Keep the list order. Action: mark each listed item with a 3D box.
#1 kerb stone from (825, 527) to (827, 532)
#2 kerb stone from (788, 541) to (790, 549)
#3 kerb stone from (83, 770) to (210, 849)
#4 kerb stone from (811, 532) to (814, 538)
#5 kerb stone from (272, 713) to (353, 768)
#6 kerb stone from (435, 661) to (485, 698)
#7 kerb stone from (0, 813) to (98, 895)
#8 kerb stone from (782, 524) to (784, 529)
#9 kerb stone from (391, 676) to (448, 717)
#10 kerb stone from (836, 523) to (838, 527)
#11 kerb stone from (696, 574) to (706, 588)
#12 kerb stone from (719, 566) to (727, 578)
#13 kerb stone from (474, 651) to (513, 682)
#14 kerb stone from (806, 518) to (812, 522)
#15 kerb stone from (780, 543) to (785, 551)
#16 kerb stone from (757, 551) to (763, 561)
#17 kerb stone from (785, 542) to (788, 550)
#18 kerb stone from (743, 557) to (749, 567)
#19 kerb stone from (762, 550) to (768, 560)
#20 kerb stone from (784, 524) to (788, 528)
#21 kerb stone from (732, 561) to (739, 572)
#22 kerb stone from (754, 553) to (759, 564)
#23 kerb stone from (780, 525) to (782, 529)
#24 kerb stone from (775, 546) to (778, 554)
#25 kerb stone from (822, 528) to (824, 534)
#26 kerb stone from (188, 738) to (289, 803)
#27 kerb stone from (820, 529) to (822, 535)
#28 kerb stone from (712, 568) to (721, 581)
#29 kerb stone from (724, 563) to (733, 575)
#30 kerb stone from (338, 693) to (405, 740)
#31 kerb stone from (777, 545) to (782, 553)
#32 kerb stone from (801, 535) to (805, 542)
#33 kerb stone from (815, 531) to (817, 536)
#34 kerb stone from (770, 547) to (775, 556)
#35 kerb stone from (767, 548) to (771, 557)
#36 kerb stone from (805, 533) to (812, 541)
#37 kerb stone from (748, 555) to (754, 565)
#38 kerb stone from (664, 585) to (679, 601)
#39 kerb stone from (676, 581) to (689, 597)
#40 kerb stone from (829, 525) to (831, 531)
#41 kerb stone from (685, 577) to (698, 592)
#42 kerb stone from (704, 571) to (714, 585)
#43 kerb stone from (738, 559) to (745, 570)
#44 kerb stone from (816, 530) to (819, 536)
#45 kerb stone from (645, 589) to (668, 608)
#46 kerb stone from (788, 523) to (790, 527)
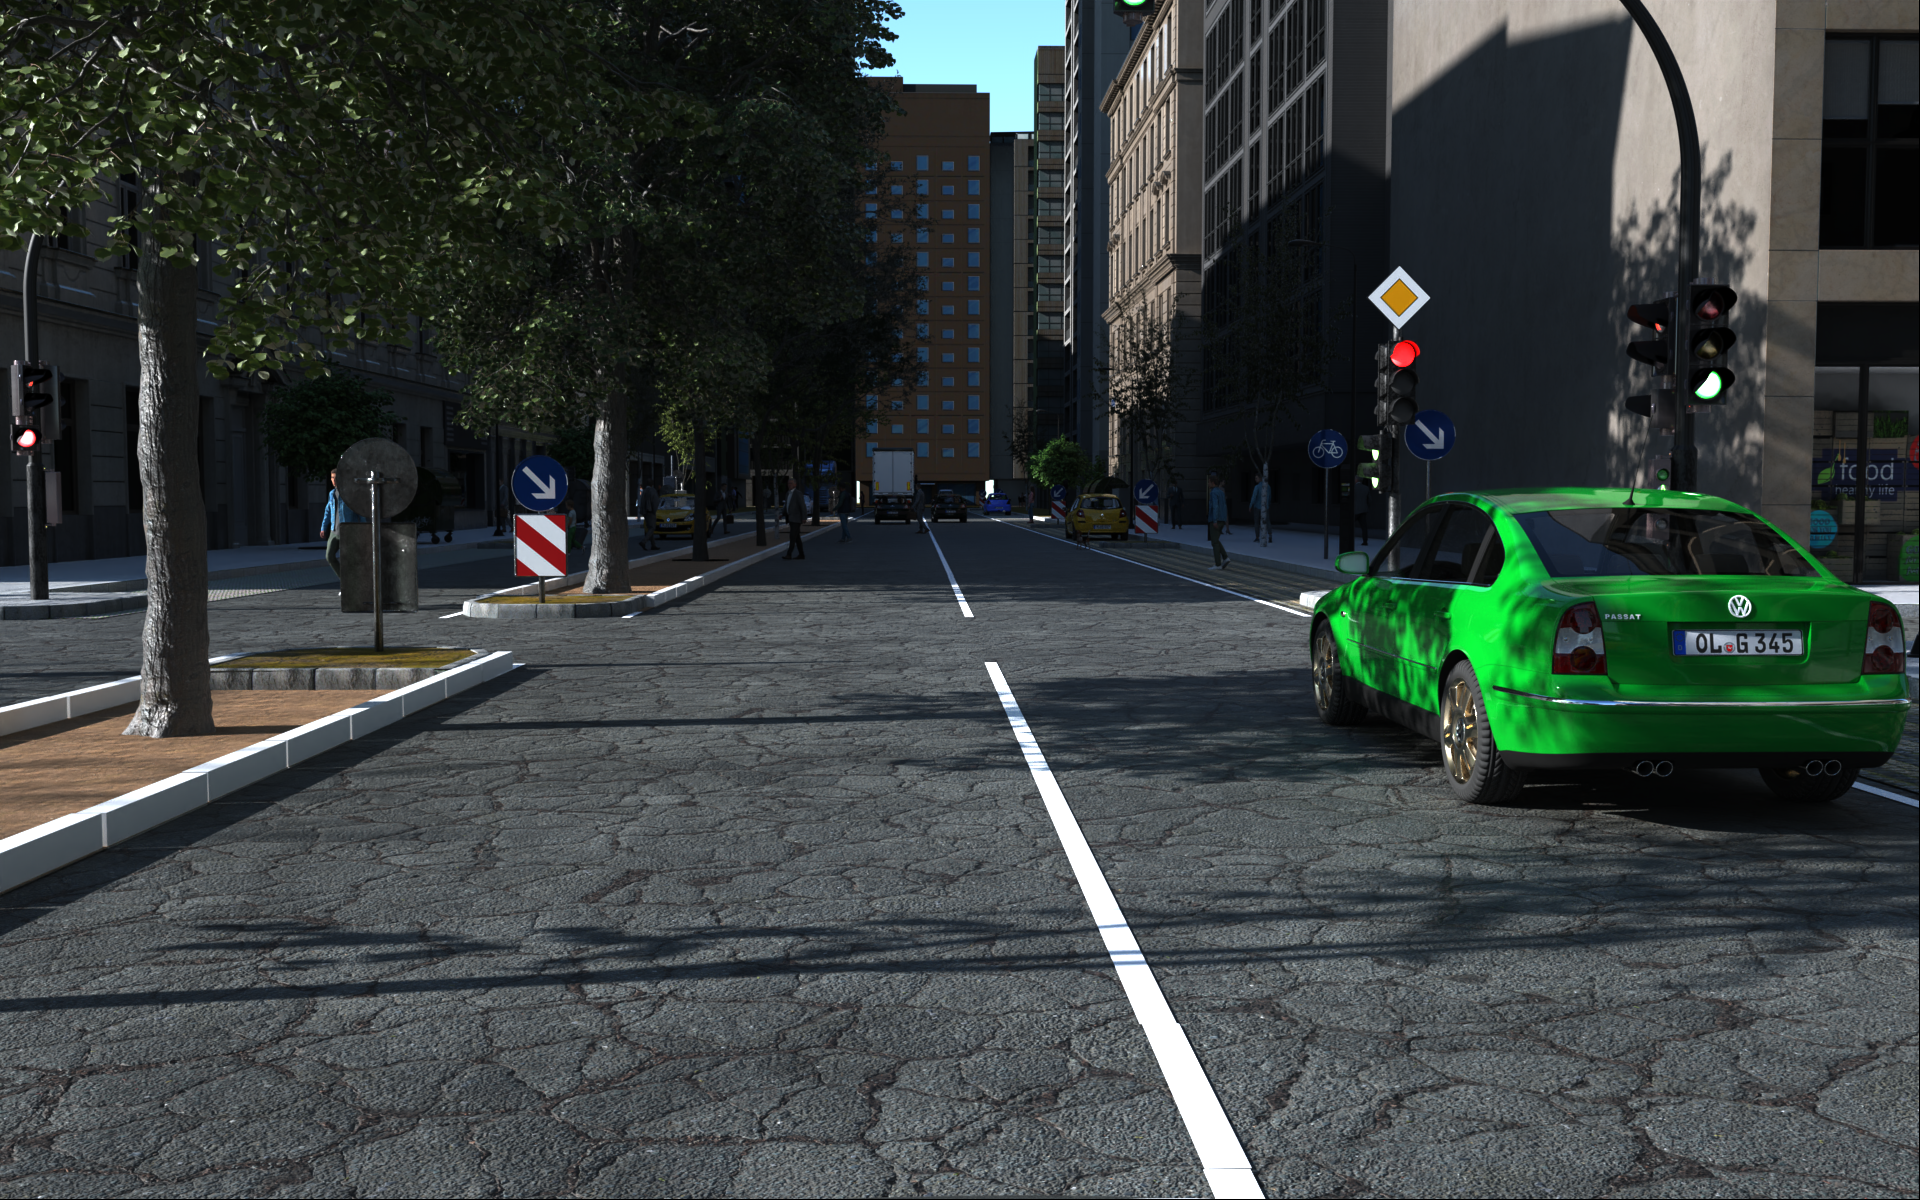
[{"bbox_3d":[-5.055,-2.514,63.298,0.120,0.150,1.000,0,4,-2],"label":"kerb stone"},{"bbox_3d":[-4.547,-1.387,44.871,0.120,0.150,1.000,0,4,-2],"label":"kerb stone"},{"bbox_3d":[-3.515,0.902,7.484,0.120,0.150,1.000,0,4,-2],"label":"kerb stone"},{"bbox_3d":[-4.831,-2.011,55.114,0.120,0.150,1.000,0,4,-2],"label":"kerb stone"},{"bbox_3d":[-3.577,0.775,9.529,0.120,0.150,1.000,0,4,-2],"label":"kerb stone"},{"bbox_3d":[-3.662,0.587,12.595,0.120,0.150,1.000,0,4,-2],"label":"kerb stone"},{"bbox_3d":[-3.495,0.962,6.462,0.120,0.150,1.000,0,4,-2],"label":"kerb stone"},{"bbox_3d":[-7.358,-2.953,70.517,0.120,0.150,1.000,0,4,-2],"label":"kerb stone"},{"bbox_3d":[-3.632,0.651,11.572,0.120,0.150,1.000,0,4,-2],"label":"kerb stone"},{"bbox_3d":[-5.310,-3.075,72.513,0.120,0.150,1.000,0,4,-2],"label":"kerb stone"},{"bbox_3d":[-4.040,-0.259,26.432,0.120,0.150,1.000,0,4,-2],"label":"kerb stone"},{"bbox_3d":[-4.128,-0.440,29.508,0.120,0.150,1.000,0,4,-2],"label":"kerb stone"},{"bbox_3d":[-3.693,0.525,13.619,0.120,0.150,1.000,0,4,-2],"label":"kerb stone"},{"bbox_3d":[-7.949,-4.271,92.019,0.120,0.150,1.000,0,4,-2],"label":"kerb stone"},{"bbox_3d":[-4.487,-1.262,42.822,0.120,0.150,1.000,0,4,-2],"label":"kerb stone"},{"bbox_3d":[-4.325,-0.883,36.678,0.120,0.150,1.000,0,4,-2],"label":"kerb stone"},{"bbox_3d":[-4.519,-1.324,43.849,0.120,0.150,1.000,0,4,-2],"label":"kerb stone"},{"bbox_3d":[-4.243,-0.695,33.605,0.120,0.150,1.000,0,4,-2],"label":"kerb stone"},{"bbox_3d":[-4.348,-0.949,37.707,0.120,0.150,1.000,0,4,-2],"label":"kerb stone"},{"bbox_3d":[-7.412,-3.078,72.561,0.120,0.150,1.000,0,4,-2],"label":"kerb stone"},{"bbox_3d":[-4.185,-0.572,31.554,0.120,0.150,1.000,0,4,-2],"label":"kerb stone"},{"bbox_3d":[-4.296,-0.823,35.656,0.120,0.150,1.000,0,4,-2],"label":"kerb stone"},{"bbox_3d":[-7.330,-2.893,69.495,0.120,0.150,1.000,0,4,-2],"label":"kerb stone"},{"bbox_3d":[-4.437,-1.136,40.778,0.120,0.150,1.000,0,4,-2],"label":"kerb stone"},{"bbox_3d":[-5.000,-2.389,61.254,0.120,0.150,1.000,0,4,-2],"label":"kerb stone"},{"bbox_3d":[-3.550,0.838,8.507,0.120,0.150,1.000,0,4,-2],"label":"kerb stone"},{"bbox_3d":[-4.973,-2.326,60.232,0.120,0.150,1.000,0,4,-2],"label":"kerb stone"},{"bbox_3d":[-4.093,-0.384,28.478,0.120,0.150,1.000,0,4,-2],"label":"kerb stone"},{"bbox_3d":[-4.155,-0.508,30.529,0.120,0.150,1.000,0,4,-2],"label":"kerb stone"},{"bbox_3d":[-3.602,0.712,10.550,0.120,0.150,1.000,0,4,-2],"label":"kerb stone"},{"bbox_3d":[-4.459,-1.199,41.800,0.120,0.150,1.000,0,4,-2],"label":"kerb stone"},{"bbox_3d":[-4.717,-1.761,51.009,0.120,0.150,1.000,0,4,-2],"label":"kerb stone"},{"bbox_3d":[-4.893,-2.139,57.160,0.120,0.150,1.000,0,4,-2],"label":"kerb stone"},{"bbox_3d":[-4.408,-1.074,39.756,0.120,0.150,1.000,0,4,-2],"label":"kerb stone"},{"bbox_3d":[-4.379,-1.011,38.729,0.120,0.150,1.000,0,4,-2],"label":"kerb stone"},{"bbox_3d":[-4.800,-1.949,54.091,0.120,0.150,1.000,0,4,-2],"label":"kerb stone"},{"bbox_3d":[-4.275,-0.758,34.627,0.120,0.150,1.000,0,4,-2],"label":"kerb stone"},{"bbox_3d":[-3.957,-0.072,23.366,0.120,0.150,1.000,0,4,-2],"label":"kerb stone"},{"bbox_3d":[-3.980,-0.130,24.388,0.120,0.150,1.000,0,4,-2],"label":"kerb stone"},{"bbox_3d":[-5.138,-2.702,66.372,0.120,0.150,1.000,0,4,-2],"label":"kerb stone"},{"bbox_3d":[-4.007,-0.197,25.410,0.120,0.150,1.000,0,4,-2],"label":"kerb stone"},{"bbox_3d":[-4.064,-0.322,27.456,0.120,0.150,1.000,0,4,-2],"label":"kerb stone"},{"bbox_3d":[-4.210,-0.633,32.583,0.120,0.150,1.000,0,4,-2],"label":"kerb stone"},{"bbox_3d":[-4.912,-2.199,58.183,0.120,0.150,1.000,0,4,-2],"label":"kerb stone"},{"bbox_3d":[-3.928,-0.009,22.336,0.120,0.150,1.000,0,4,-2],"label":"kerb stone"},{"bbox_3d":[-7.440,-3.139,73.583,0.120,0.150,1.000,0,4,-2],"label":"kerb stone"}]
